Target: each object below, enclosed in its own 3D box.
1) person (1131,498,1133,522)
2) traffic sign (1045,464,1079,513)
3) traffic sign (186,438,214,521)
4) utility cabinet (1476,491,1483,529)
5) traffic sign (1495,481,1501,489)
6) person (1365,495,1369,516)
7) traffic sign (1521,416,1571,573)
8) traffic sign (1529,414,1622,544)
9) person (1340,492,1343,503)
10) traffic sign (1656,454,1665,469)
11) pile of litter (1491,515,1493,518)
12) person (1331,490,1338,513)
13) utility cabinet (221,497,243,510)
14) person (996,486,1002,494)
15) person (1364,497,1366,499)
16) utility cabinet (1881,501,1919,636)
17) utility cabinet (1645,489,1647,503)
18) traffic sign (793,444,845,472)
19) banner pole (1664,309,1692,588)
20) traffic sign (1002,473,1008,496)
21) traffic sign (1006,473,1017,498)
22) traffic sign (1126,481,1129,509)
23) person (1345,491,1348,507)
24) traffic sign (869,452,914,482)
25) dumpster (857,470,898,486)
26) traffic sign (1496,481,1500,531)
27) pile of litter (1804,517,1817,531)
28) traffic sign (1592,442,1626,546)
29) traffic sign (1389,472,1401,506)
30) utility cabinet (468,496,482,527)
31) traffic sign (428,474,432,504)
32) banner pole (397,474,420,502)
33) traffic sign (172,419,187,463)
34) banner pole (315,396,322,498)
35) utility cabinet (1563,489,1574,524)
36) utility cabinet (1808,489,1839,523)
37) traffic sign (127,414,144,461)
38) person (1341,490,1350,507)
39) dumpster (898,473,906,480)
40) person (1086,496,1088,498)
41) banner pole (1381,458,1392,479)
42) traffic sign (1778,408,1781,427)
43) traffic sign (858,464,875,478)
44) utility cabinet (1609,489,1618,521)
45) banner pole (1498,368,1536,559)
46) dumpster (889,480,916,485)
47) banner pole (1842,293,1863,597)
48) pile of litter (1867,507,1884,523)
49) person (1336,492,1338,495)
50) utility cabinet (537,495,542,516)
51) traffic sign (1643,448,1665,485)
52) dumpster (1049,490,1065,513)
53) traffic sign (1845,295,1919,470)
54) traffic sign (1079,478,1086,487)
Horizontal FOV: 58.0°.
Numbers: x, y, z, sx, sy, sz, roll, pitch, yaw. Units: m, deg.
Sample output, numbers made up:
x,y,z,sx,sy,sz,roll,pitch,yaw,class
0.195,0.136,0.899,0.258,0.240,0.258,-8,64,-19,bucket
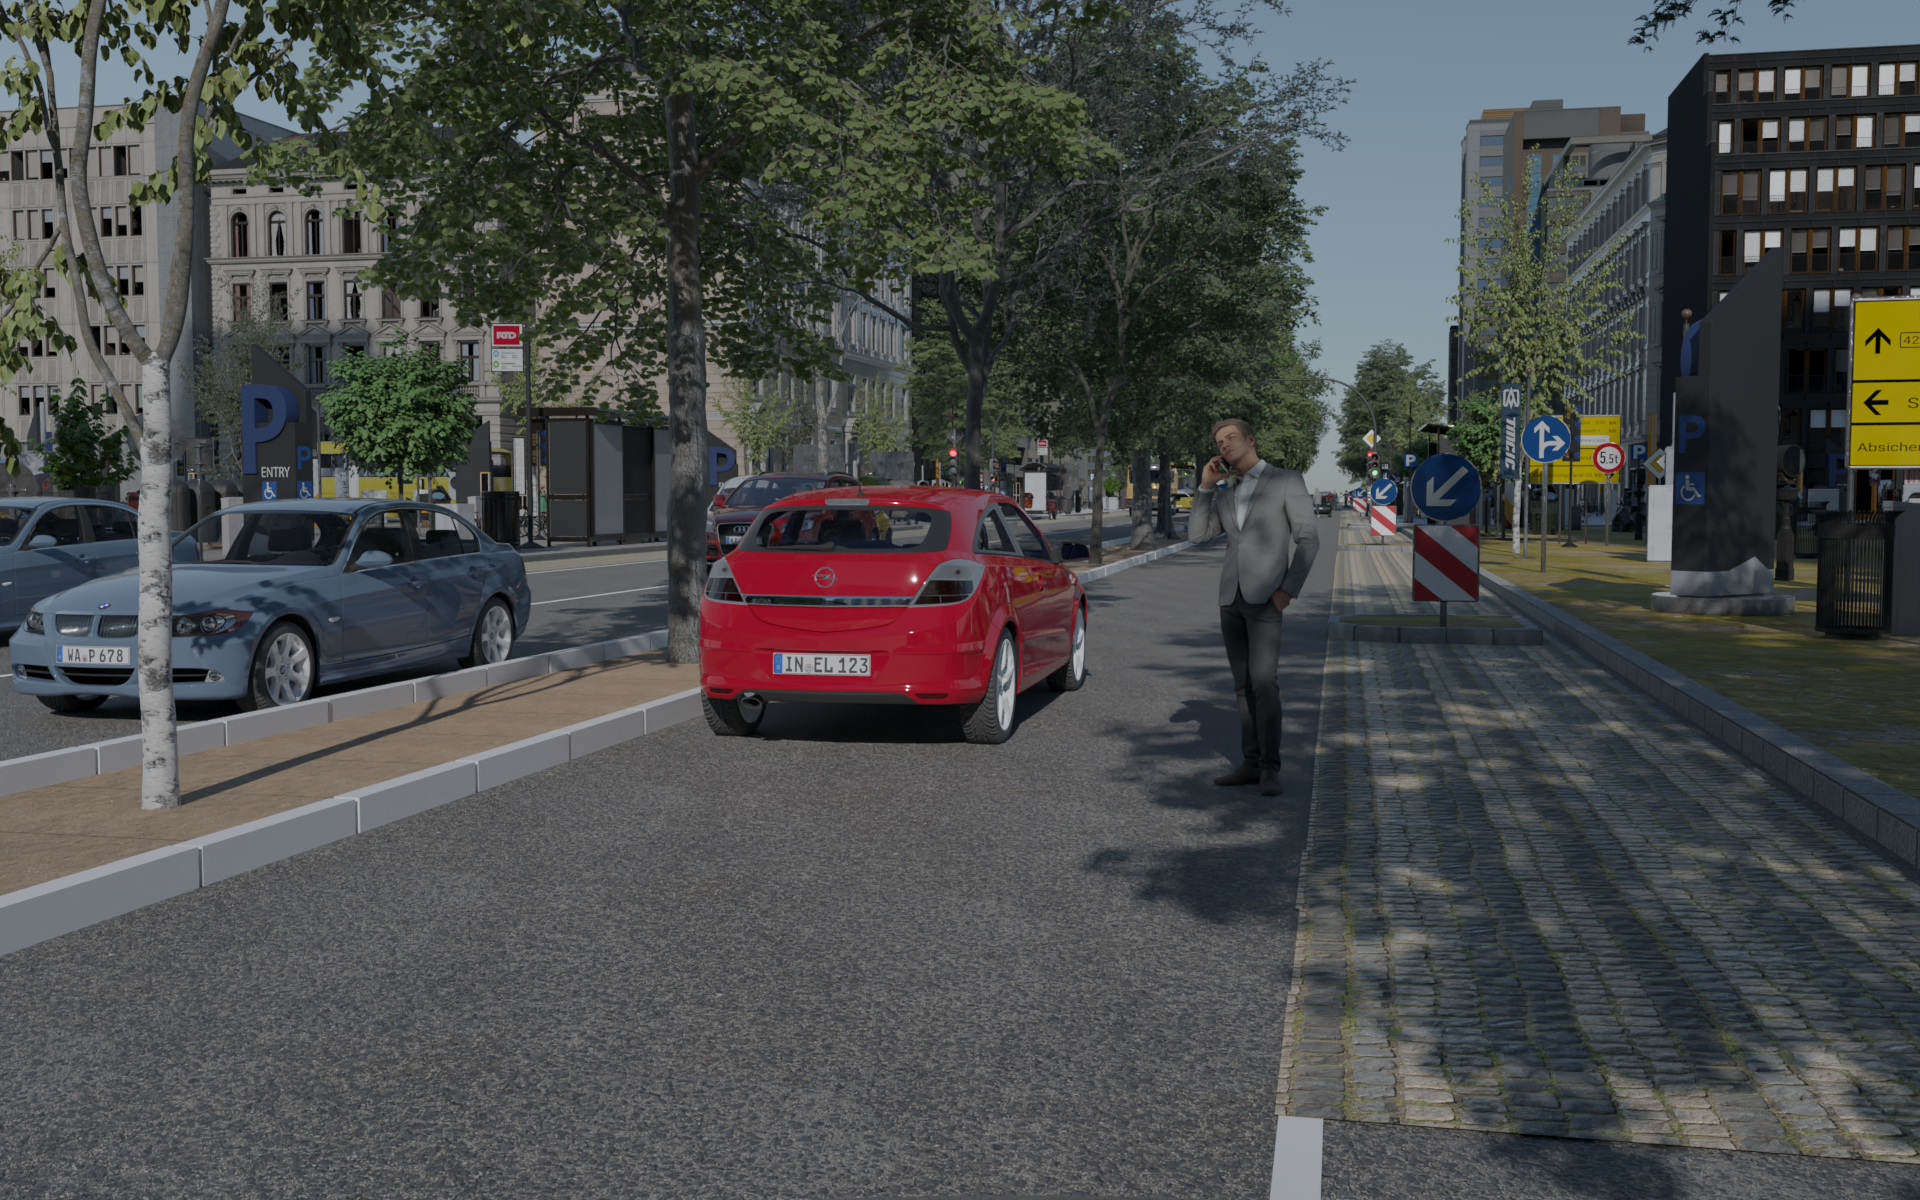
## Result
x,y,z,sx,sy,sz,roll,pitch,yaw,class
8.033,-4.287,78.936,0.601,1.785,0.444,-3,5,-44,person
6.799,-7.439,115.495,2.265,3.308,0.079,1,4,13,traffic sign
-13.820,-1.796,31.500,0.606,2.300,0.079,1,4,18,traffic sign
18.902,-3.347,63.404,0.318,1.500,1.173,1,4,22,utility cabinet
26.834,-5.302,86.788,0.768,2.556,0.104,1,4,22,traffic sign
25.041,-5.954,106.022,0.466,1.800,0.511,1,4,23,person
9.528,-1.720,28.222,0.768,2.556,0.104,1,4,17,traffic sign
15.775,-3.096,44.498,2.265,3.308,0.079,1,4,14,traffic sign
60.501,-16.250,274.863,0.551,1.740,0.621,1,4,12,person
16.776,-2.419,40.730,0.795,2.450,0.064,1,4,19,traffic sign
28.826,-4.796,92.381,1.176,0.858,1.719,0,4,-3,pile of litter
29.117,-7.695,134.727,0.576,1.772,0.534,1,4,14,person
-15.074,-1.557,36.616,0.306,1.237,1.020,2,4,33,utility cabinet
1.838,-4.481,81.865,0.391,1.810,0.635,0,4,-7,person
33.226,-8.079,141.599,0.522,1.701,0.512,1,4,10,person
8.803,-0.305,16.145,0.306,1.237,1.020,2,4,23,utility cabinet
29.181,-3.923,72.816,1.173,1.500,0.318,-1,4,-22,utility cabinet
-5.771,-4.710,70.882,2.265,3.308,0.079,1,4,17,traffic sign
9.892,-2.036,23.303,0.401,3.779,0.863,-1,4,-17,banner pole
2.877,-6.425,105.160,0.768,2.556,0.104,1,4,21,traffic sign
3.013,-6.342,103.802,0.768,2.556,0.104,1,4,15,traffic sign
14.939,-9.366,153.238,0.768,2.556,0.104,1,4,19,traffic sign
39.205,-10.172,175.727,0.530,1.710,0.541,3,5,40,person
-3.296,-5.459,83.135,2.265,3.308,0.079,1,4,16,traffic sign
-3.600,-4.134,70.089,1.502,2.255,1.985,1,4,12,dumpster
17.152,-3.369,55.190,0.768,2.556,0.104,1,4,17,traffic sign
30.125,-2.829,60.220,1.176,0.858,1.719,0,4,-5,pile of litter
15.983,-2.606,42.721,0.768,2.556,0.104,1,4,16,traffic sign
24.551,-5.965,97.631,0.768,2.556,0.104,1,4,15,traffic sign
-14.888,-2.604,53.742,0.306,1.237,1.020,1,4,14,utility cabinet
-12.080,-2.408,39.473,0.768,2.556,0.104,1,4,18,traffic sign
-16.555,-3.801,52.158,0.863,3.779,0.401,0,4,0,banner pole
-13.360,-1.778,29.173,0.768,2.556,0.104,1,4,14,traffic sign
-16.278,-3.302,44.011,0.401,3.779,0.863,-1,4,-18,banner pole
25.637,-4.001,74.088,1.173,1.500,0.318,-1,4,-11,utility cabinet
37.747,-4.101,75.735,1.173,1.500,0.318,1,4,13,utility cabinet
-12.849,-1.666,27.338,0.768,2.556,0.104,1,4,19,traffic sign
42.622,-11.204,191.310,1.348,1.869,0.705,-1,4,-19,person
-3.135,-4.774,80.546,1.502,2.255,1.985,1,4,13,dumpster
17.534,-13.906,235.996,0.705,1.807,1.348,2,4,26,person
29.537,-7.936,119.764,0.863,3.779,0.401,0,4,8,banner pole
9.103,-1.227,20.168,0.768,2.556,0.104,1,4,22,traffic sign
-3.933,-4.457,72.981,0.768,2.556,0.104,1,4,18,traffic sign
30.934,-4.484,81.985,0.318,1.500,1.173,1,4,16,utility cabinet
11.082,-2.718,34.456,0.863,3.779,0.401,-1,4,-17,banner pole
-2.468,-4.044,71.874,1.264,1.857,1.865,1,4,12,dumpster
11.311,-1.926,21.514,0.401,3.779,0.863,-3,4,-36,banner pole
39.235,-3.661,73.822,1.719,0.858,1.176,-1,4,-17,pile of litter
63.660,-17.345,293.013,0.541,1.710,0.530,2,4,30,person
-22.270,-4.989,92.728,1.020,1.237,0.306,-1,4,-18,utility cabinet
17.503,-2.580,43.375,0.795,2.450,0.064,1,4,18,traffic sign
6.906,-7.020,120.539,1.264,1.857,1.865,1,4,12,dumpster
10.285,-1.456,17.682,2.265,3.308,0.079,1,4,17,traffic sign
9.639,-8.446,138.196,0.768,2.556,0.104,1,4,17,traffic sign
